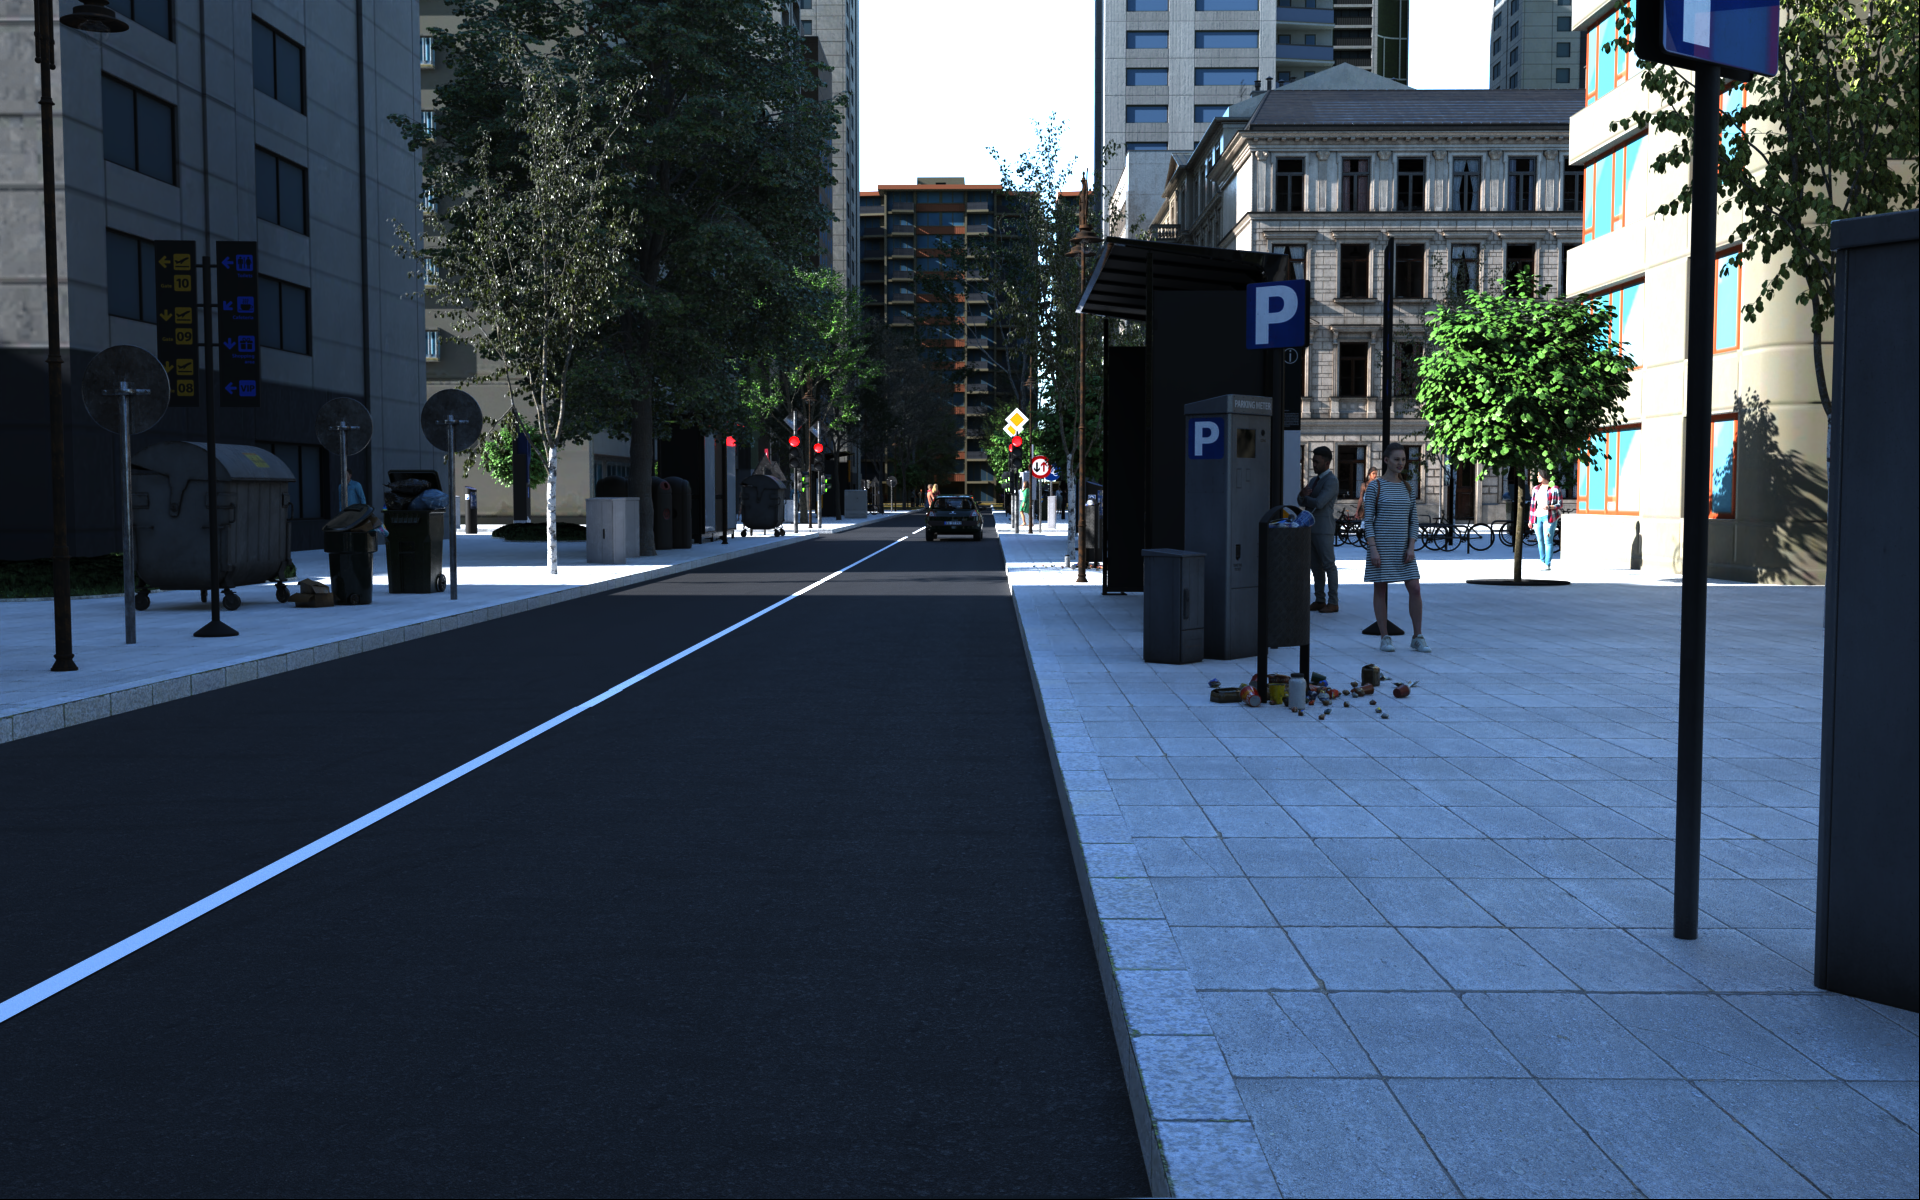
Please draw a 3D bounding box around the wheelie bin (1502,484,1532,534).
[{"bbox_3d":[17.996,-2.940,55.984,0.980,1.594,0.693,0,4,-1],"label":"wheelie bin"}]

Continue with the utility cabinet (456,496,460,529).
[{"bbox_3d":[-19.002,-3.233,64.021,1.020,1.237,0.306,-3,5,-44],"label":"utility cabinet"}]

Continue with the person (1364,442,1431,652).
[{"bbox_3d":[3.541,-0.436,14.180,0.512,1.701,0.522,-1,4,-12],"label":"person"}]

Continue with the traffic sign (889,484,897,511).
[{"bbox_3d":[-5.080,-7.927,129.711,0.768,2.556,0.104,0,4,4],"label":"traffic sign"}]

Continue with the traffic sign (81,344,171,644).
[{"bbox_3d":[-7.118,-0.898,14.791,0.768,2.556,0.104,0,4,2],"label":"traffic sign"}]

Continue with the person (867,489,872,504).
[{"bbox_3d":[-7.827,-8.890,152.108,1.217,1.735,0.721,0,4,4],"label":"person"}]

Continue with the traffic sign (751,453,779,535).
[{"bbox_3d":[-6.119,-3.318,54.247,0.884,2.594,0.081,0,4,8],"label":"traffic sign"}]

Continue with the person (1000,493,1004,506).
[{"bbox_3d":[4.439,-10.442,180.000,0.697,1.427,0.421,-2,4,-26],"label":"person"}]

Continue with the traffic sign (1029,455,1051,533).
[{"bbox_3d":[2.649,-3.487,57.114,0.768,2.556,0.104,0,4,4],"label":"traffic sign"}]

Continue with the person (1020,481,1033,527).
[{"bbox_3d":[2.627,-3.787,68.206,0.529,1.795,0.600,0,4,8],"label":"person"}]

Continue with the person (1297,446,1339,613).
[{"bbox_3d":[3.876,-0.773,18.865,0.466,1.800,0.511,-2,4,-30],"label":"person"}]

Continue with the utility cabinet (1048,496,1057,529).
[{"bbox_3d":[3.402,-3.242,64.165,0.306,1.237,1.020,0,4,5],"label":"utility cabinet"}]

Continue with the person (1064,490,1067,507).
[{"bbox_3d":[10.537,-10.299,175.227,0.742,1.727,0.445,3,5,40],"label":"person"}]

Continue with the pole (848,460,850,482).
[{"bbox_3d":[-6.707,-6.761,104.391,0.158,3.312,0.155,0,3,0],"label":"pole"}]

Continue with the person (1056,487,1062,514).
[{"bbox_3d":[6.349,-6.410,111.066,0.478,1.798,0.641,0,4,-2],"label":"person"}]

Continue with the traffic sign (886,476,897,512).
[{"bbox_3d":[-4.817,-7.456,122.013,0.768,2.556,0.104,0,4,7],"label":"traffic sign"}]

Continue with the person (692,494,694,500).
[{"bbox_3d":[-14.867,-5.605,97.898,0.699,1.804,1.509,1,4,18],"label":"person"}]

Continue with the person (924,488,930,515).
[{"bbox_3d":[-2.064,-6.430,113.730,0.616,1.811,0.778,-1,4,-23],"label":"person"}]

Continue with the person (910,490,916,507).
[{"bbox_3d":[-4.596,-9.962,169.711,0.721,1.735,1.217,-3,4,-36],"label":"person"}]

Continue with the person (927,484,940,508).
[{"bbox_3d":[-1.040,-3.608,67.472,0.580,1.828,0.573,1,4,21],"label":"person"}]

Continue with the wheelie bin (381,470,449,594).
[{"bbox_3d":[-7.063,-0.892,22.489,0.980,1.594,0.693,0,4,3],"label":"wheelie bin"}]

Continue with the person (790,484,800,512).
[{"bbox_3d":[-8.164,-4.885,85.932,0.660,1.820,0.620,-3,5,-41],"label":"person"}]

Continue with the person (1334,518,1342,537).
[{"bbox_3d":[10.698,-2.713,50.611,1.509,1.804,0.699,-3,5,-42],"label":"person"}]

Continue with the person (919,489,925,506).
[{"bbox_3d":[-4.052,-10.780,182.318,1.348,1.821,0.705,0,4,4],"label":"person"}]

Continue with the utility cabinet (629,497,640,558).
[{"bbox_3d":[-6.945,-1.445,34.780,1.020,1.237,0.306,-3,5,-42],"label":"utility cabinet"}]

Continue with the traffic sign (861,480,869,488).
[{"bbox_3d":[-6.826,-7.498,124.721,0.606,2.300,0.079,1,4,8],"label":"traffic sign"}]

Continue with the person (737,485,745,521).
[{"bbox_3d":[-10.332,-4.661,82.584,0.599,1.781,0.374,0,4,-2],"label":"person"}]

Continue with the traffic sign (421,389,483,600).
[{"bbox_3d":[-6.154,-1.277,20.982,0.768,2.556,0.104,0,4,4],"label":"traffic sign"}]

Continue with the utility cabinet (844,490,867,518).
[{"bbox_3d":[-5.441,-5.003,90.484,1.173,1.500,0.318,0,4,2],"label":"utility cabinet"}]

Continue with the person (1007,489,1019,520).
[{"bbox_3d":[2.695,-4.698,82.816,0.822,1.834,0.622,2,4,31],"label":"person"}]

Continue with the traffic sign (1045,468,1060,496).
[{"bbox_3d":[3.580,-4.147,67.906,0.768,2.556,0.104,0,4,6],"label":"traffic sign"}]

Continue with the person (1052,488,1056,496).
[{"bbox_3d":[8.937,-9.630,163.572,1.350,1.814,0.705,-2,4,-34],"label":"person"}]

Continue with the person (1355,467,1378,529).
[{"bbox_3d":[7.954,-1.678,33.576,0.616,1.811,0.778,0,4,2],"label":"person"}]

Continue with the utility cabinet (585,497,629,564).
[{"bbox_3d":[-6.549,-1.274,31.987,0.306,1.237,1.020,-3,5,-40],"label":"utility cabinet"}]

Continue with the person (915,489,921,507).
[{"bbox_3d":[-4.375,-10.488,177.536,0.705,1.822,1.348,-2,4,-29],"label":"person"}]

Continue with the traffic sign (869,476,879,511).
[{"bbox_3d":[-6.002,-7.491,122.484,0.884,2.594,0.081,0,4,6],"label":"traffic sign"}]

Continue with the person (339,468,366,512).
[{"bbox_3d":[-12.411,-1.799,35.470,0.660,1.820,0.620,1,4,13],"label":"person"}]

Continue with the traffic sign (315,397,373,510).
[{"bbox_3d":[-8.128,-1.392,22.864,0.768,2.556,0.104,0,4,2],"label":"traffic sign"}]

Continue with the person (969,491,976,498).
[{"bbox_3d":[1.373,-11.871,202.526,0.705,1.831,1.348,-3,5,-45],"label":"person"}]

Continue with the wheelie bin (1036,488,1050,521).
[{"bbox_3d":[4.054,-4.659,84.075,0.693,1.594,0.980,0,4,-2],"label":"wheelie bin"}]

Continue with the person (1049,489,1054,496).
[{"bbox_3d":[7.473,-8.491,145.589,1.217,1.743,0.721,0,4,3],"label":"person"}]

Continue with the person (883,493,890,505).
[{"bbox_3d":[-8.883,-12.169,208.259,1.065,1.426,0.557,1,4,15],"label":"person"}]

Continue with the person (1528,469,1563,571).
[{"bbox_3d":[9.845,-1.358,29.079,0.643,1.720,0.563,-3,5,-40],"label":"person"}]

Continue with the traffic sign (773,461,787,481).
[{"bbox_3d":[-7.268,-4.176,68.285,0.884,2.594,0.081,1,4,9],"label":"traffic sign"}]
